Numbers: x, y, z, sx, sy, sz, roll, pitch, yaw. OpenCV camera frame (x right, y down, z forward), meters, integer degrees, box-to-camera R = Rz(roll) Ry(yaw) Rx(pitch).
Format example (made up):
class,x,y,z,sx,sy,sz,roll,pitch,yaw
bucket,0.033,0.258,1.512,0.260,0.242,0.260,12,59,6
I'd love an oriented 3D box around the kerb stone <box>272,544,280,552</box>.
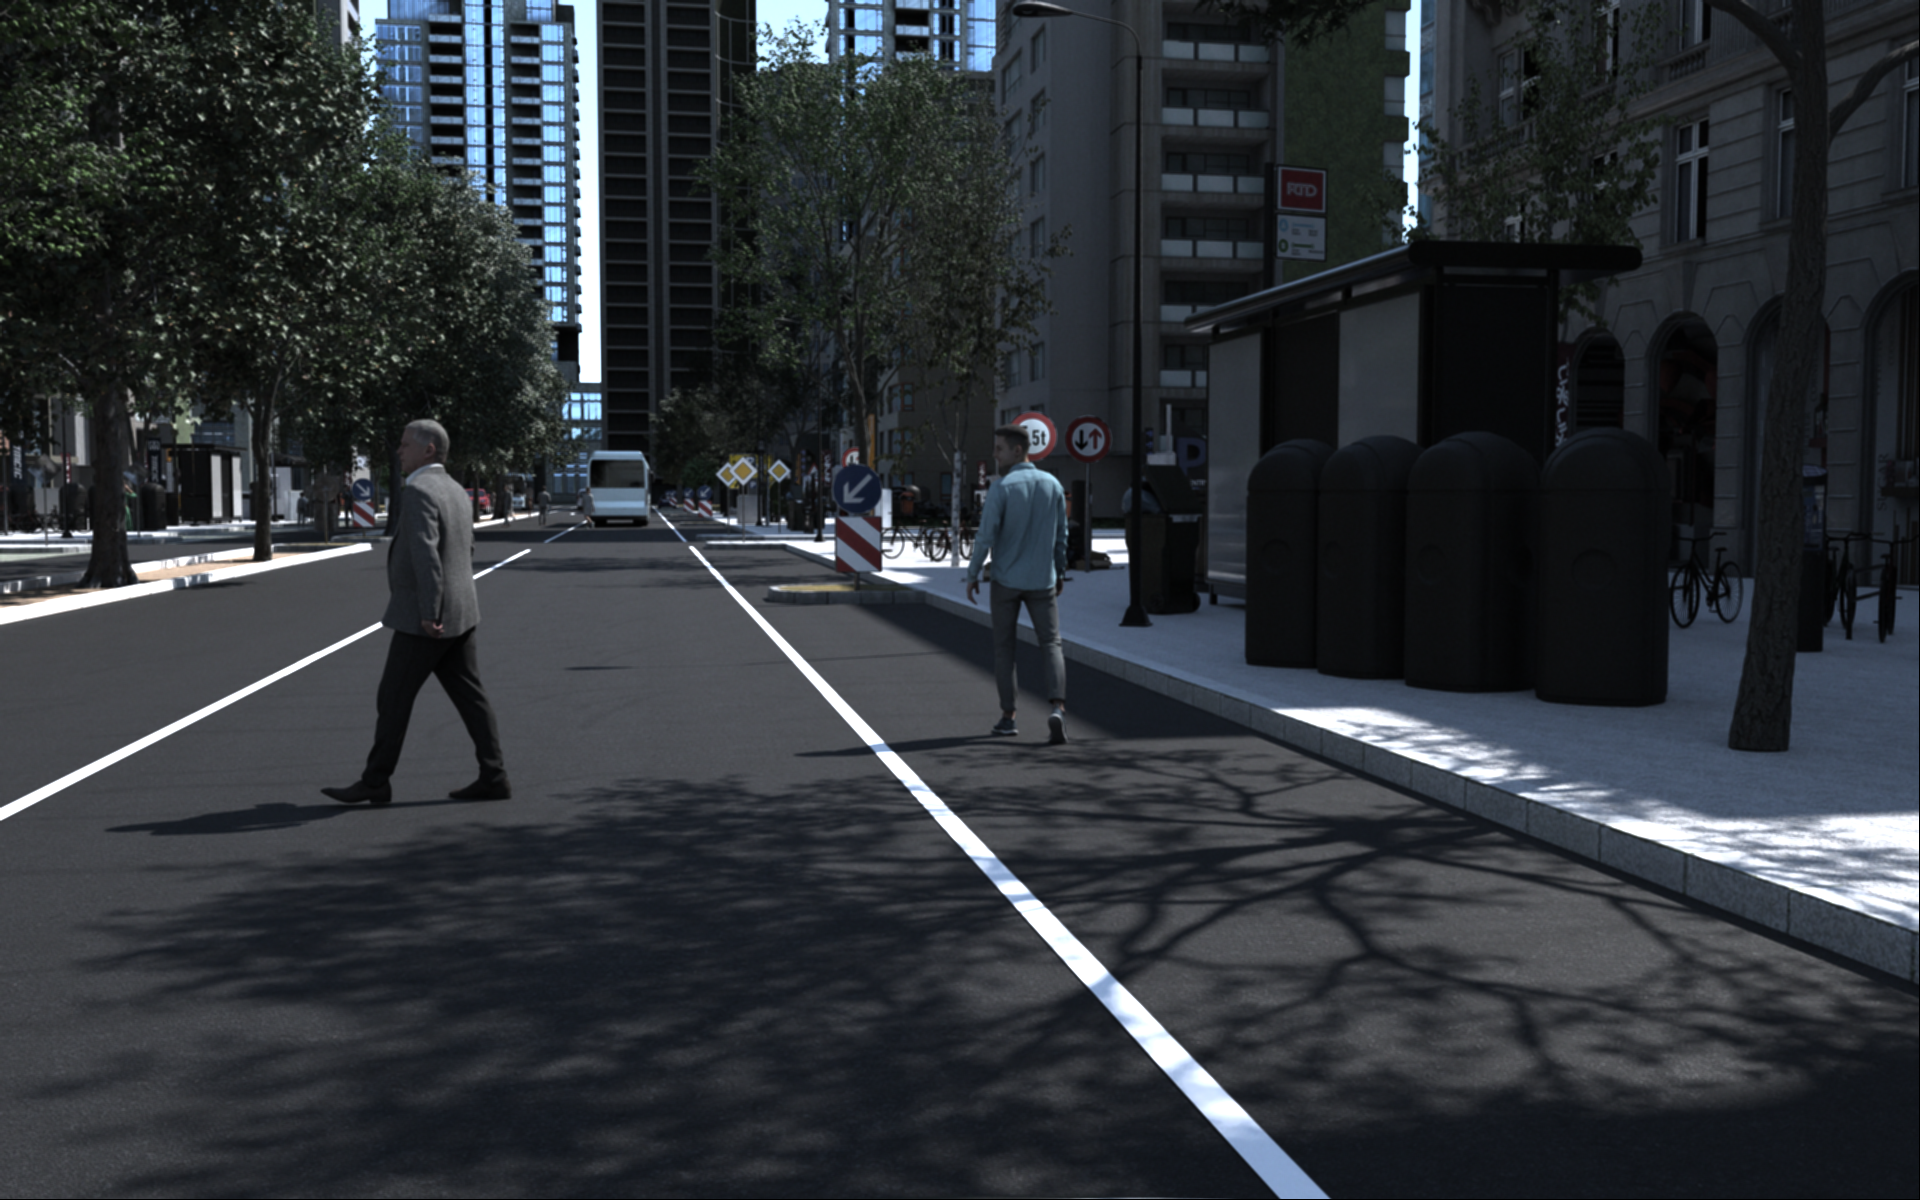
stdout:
class,x,y,z,sx,sy,sz,roll,pitch,yaw
kerb stone,-17.299,-1.332,43.975,0.120,0.150,1.000,-1,4,-10

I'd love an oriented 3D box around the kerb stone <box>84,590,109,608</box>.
class,x,y,z,sx,sy,sz,roll,pitch,yaw
kerb stone,-11.158,0.002,22.200,0.120,0.150,1.000,-1,4,-10

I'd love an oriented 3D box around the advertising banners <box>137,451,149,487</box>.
class,x,y,z,sx,sy,sz,roll,pitch,yaw
advertising banners,-34.217,-4.570,70.900,2.074,3.025,0.090,-1,4,-18

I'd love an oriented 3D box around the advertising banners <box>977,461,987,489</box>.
class,x,y,z,sx,sy,sz,roll,pitch,yaw
advertising banners,1.901,-5.788,90.819,2.074,3.025,0.090,0,4,-1

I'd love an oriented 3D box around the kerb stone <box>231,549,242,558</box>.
class,x,y,z,sx,sy,sz,roll,pitch,yaw
kerb stone,-16.375,-1.023,38.921,0.120,0.150,1.000,-1,4,-10

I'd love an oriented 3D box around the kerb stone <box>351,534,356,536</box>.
class,x,y,z,sx,sy,sz,roll,pitch,yaw
kerb stone,-19.261,-1.974,54.605,0.120,0.150,1.000,-1,4,-10

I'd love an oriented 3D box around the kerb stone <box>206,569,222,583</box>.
class,x,y,z,sx,sy,sz,roll,pitch,yaw
kerb stone,-12.273,-0.371,28.255,0.120,0.150,1.000,-1,4,-10

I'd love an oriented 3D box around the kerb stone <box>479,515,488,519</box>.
class,x,y,z,sx,sy,sz,roll,pitch,yaw
kerb stone,-27.797,-4.815,100.978,0.120,0.150,1.000,-1,4,-10

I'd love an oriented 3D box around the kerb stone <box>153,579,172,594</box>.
class,x,y,z,sx,sy,sz,roll,pitch,yaw
kerb stone,-11.710,-0.181,25.233,0.120,0.150,1.000,-1,4,-10

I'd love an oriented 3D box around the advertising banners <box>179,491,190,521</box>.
class,x,y,z,sx,sy,sz,roll,pitch,yaw
advertising banners,-35.972,-5.257,82.136,2.074,3.025,0.090,-1,4,-17

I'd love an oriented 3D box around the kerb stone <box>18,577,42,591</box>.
class,x,y,z,sx,sy,sz,roll,pitch,yaw
kerb stone,-13.961,-0.221,25.812,0.120,0.150,1.000,-1,4,-10

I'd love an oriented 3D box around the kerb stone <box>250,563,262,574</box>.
class,x,y,z,sx,sy,sz,roll,pitch,yaw
kerb stone,-12.831,-0.555,31.290,0.120,0.150,1.000,-1,4,-10

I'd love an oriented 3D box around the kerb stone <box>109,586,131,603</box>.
class,x,y,z,sx,sy,sz,roll,pitch,yaw
kerb stone,-11.348,-0.059,23.209,0.120,0.150,1.000,-1,4,-10

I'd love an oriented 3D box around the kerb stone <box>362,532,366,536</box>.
class,x,y,z,sx,sy,sz,roll,pitch,yaw
kerb stone,-19.637,-2.105,56.620,0.120,0.150,1.000,-1,4,-10

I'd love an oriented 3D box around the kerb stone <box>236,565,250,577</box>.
class,x,y,z,sx,sy,sz,roll,pitch,yaw
kerb stone,-12.645,-0.495,30.285,0.120,0.150,1.000,-1,4,-10

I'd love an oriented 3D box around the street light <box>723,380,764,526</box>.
class,x,y,z,sx,sy,sz,roll,pitch,yaw
street light,-8.601,-5.920,69.335,1.470,5.913,1.316,-1,4,-10

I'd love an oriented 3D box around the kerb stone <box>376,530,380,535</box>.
class,x,y,z,sx,sy,sz,roll,pitch,yaw
kerb stone,-20.192,-2.290,59.645,0.120,0.150,1.000,-1,4,-10

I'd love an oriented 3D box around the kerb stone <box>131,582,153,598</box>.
class,x,y,z,sx,sy,sz,roll,pitch,yaw
kerb stone,-11.533,-0.124,24.225,0.120,0.150,1.000,-1,4,-10

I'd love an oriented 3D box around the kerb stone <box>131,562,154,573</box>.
class,x,y,z,sx,sy,sz,roll,pitch,yaw
kerb stone,-15.073,-0.586,31.846,0.120,0.150,1.000,-1,4,-10

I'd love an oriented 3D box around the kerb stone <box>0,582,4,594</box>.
class,x,y,z,sx,sy,sz,roll,pitch,yaw
kerb stone,-13.775,-0.157,24.807,0.120,0.150,1.000,-1,4,-10

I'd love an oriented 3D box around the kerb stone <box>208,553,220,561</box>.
class,x,y,z,sx,sy,sz,roll,pitch,yaw
kerb stone,-16.004,-0.899,36.894,0.120,0.150,1.000,-1,4,-10

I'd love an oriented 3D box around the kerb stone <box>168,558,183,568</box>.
class,x,y,z,sx,sy,sz,roll,pitch,yaw
kerb stone,-15.437,-0.714,33.867,0.120,0.150,1.000,-1,4,-10

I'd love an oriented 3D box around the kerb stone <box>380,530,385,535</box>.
class,x,y,z,sx,sy,sz,roll,pitch,yaw
kerb stone,-20.370,-2.351,60.658,0.120,0.150,1.000,-1,4,-10

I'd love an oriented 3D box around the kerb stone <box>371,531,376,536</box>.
class,x,y,z,sx,sy,sz,roll,pitch,yaw
kerb stone,-20.006,-2.229,58.639,0.120,0.150,1.000,-1,4,-10

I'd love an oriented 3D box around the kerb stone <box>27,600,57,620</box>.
class,x,y,z,sx,sy,sz,roll,pitch,yaw
kerb stone,-10.787,0.134,20.191,0.120,0.150,1.000,-1,4,-10

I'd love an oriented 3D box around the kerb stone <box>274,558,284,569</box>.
class,x,y,z,sx,sy,sz,roll,pitch,yaw
kerb stone,-13.209,-0.678,33.308,0.120,0.150,1.000,-1,4,-10

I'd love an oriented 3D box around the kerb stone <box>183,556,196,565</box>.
class,x,y,z,sx,sy,sz,roll,pitch,yaw
kerb stone,-15.629,-0.776,34.878,0.120,0.150,1.000,-1,4,-10

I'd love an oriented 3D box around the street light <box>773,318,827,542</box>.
class,x,y,z,sx,sy,sz,roll,pitch,yaw
street light,-4.275,-4.491,45.969,1.470,5.913,1.316,-1,4,-10

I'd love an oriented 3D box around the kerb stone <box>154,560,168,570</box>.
class,x,y,z,sx,sy,sz,roll,pitch,yaw
kerb stone,-15.266,-0.648,32.859,0.120,0.150,1.000,-1,4,-10

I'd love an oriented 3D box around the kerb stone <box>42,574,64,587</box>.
class,x,y,z,sx,sy,sz,roll,pitch,yaw
kerb stone,-14.146,-0.283,26.819,0.120,0.150,1.000,-1,4,-10

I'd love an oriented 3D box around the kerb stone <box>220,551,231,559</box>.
class,x,y,z,sx,sy,sz,roll,pitch,yaw
kerb stone,-16.188,-0.956,37.903,0.120,0.150,1.000,-1,4,-10

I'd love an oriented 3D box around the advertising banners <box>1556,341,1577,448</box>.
class,x,y,z,sx,sy,sz,roll,pitch,yaw
advertising banners,6.350,-1.425,19.480,2.074,3.025,0.090,-3,5,-40

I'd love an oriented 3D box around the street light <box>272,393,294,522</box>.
class,x,y,z,sx,sy,sz,roll,pitch,yaw
street light,-30.606,-6.494,78.711,1.470,5.913,1.316,-1,4,-10

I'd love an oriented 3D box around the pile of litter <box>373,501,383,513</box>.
class,x,y,z,sx,sy,sz,roll,pitch,yaw
pile of litter,-39.934,-6.325,117.371,1.719,0.858,1.176,-2,4,-33

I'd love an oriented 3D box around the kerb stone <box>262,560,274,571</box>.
class,x,y,z,sx,sy,sz,roll,pitch,yaw
kerb stone,-13.019,-0.607,32.304,0.120,0.150,1.000,-1,4,-10

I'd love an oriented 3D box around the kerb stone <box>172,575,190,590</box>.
class,x,y,z,sx,sy,sz,roll,pitch,yaw
kerb stone,-11.902,-0.248,26.243,0.120,0.150,1.000,-1,4,-10

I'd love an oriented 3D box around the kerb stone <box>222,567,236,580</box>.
class,x,y,z,sx,sy,sz,roll,pitch,yaw
kerb stone,-12.464,-0.433,29.279,0.120,0.150,1.000,-1,4,-10

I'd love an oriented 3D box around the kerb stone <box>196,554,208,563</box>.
class,x,y,z,sx,sy,sz,roll,pitch,yaw
kerb stone,-15.816,-0.837,35.889,0.120,0.150,1.000,-1,4,-10

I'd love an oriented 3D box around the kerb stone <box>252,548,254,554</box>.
class,x,y,z,sx,sy,sz,roll,pitch,yaw
kerb stone,-16.752,-1.142,40.940,0.120,0.150,1.000,-1,4,-10

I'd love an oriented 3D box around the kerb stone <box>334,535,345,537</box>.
class,x,y,z,sx,sy,sz,roll,pitch,yaw
kerb stone,-18.891,-1.859,52.593,0.120,0.150,1.000,-1,4,-10

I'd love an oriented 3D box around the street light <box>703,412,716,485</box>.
class,x,y,z,sx,sy,sz,roll,pitch,yaw
street light,-13.812,-7.670,97.947,1.470,5.913,1.316,-1,4,-10

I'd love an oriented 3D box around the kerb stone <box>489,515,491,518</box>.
class,x,y,z,sx,sy,sz,roll,pitch,yaw
kerb stone,-28.169,-4.940,102.988,0.120,0.150,1.000,-1,4,-10

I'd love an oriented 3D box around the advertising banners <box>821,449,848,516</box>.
class,x,y,z,sx,sy,sz,roll,pitch,yaw
advertising banners,-4.574,-4.397,68.074,2.074,3.025,0.090,-3,4,-36

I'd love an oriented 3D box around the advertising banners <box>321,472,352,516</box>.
class,x,y,z,sx,sy,sz,roll,pitch,yaw
advertising banners,-36.559,-6.429,101.297,2.074,3.025,0.090,-1,4,-9

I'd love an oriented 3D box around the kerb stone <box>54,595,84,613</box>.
class,x,y,z,sx,sy,sz,roll,pitch,yaw
kerb stone,-10.978,0.061,21.194,0.120,0.150,1.000,-1,4,-10

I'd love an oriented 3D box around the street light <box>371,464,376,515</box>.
class,x,y,z,sx,sy,sz,roll,pitch,yaw
street light,-35.895,-8.243,107.309,1.470,5.913,1.316,-1,4,-10

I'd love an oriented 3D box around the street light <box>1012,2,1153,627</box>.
class,x,y,z,sx,sy,sz,roll,pitch,yaw
street light,1.181,-2.696,16.620,1.470,5.913,1.316,-1,4,-10

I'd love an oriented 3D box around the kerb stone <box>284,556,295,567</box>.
class,x,y,z,sx,sy,sz,roll,pitch,yaw
kerb stone,-13.396,-0.741,34.312,0.120,0.150,1.000,-1,4,-10

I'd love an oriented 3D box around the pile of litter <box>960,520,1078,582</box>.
class,x,y,z,sx,sy,sz,roll,pitch,yaw
pile of litter,0.820,-0.707,25.525,1.719,0.858,1.176,0,4,2

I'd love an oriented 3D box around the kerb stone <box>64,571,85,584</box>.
class,x,y,z,sx,sy,sz,roll,pitch,yaw
kerb stone,-14.330,-0.340,27.824,0.120,0.150,1.000,-1,4,-10

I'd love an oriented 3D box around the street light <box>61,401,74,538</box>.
class,x,y,z,sx,sy,sz,roll,pitch,yaw
street light,-25.344,-4.744,50.108,1.470,5.913,1.316,-1,4,-10

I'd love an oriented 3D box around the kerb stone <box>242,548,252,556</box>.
class,x,y,z,sx,sy,sz,roll,pitch,yaw
kerb stone,-16.559,-1.085,39.928,0.120,0.150,1.000,-1,4,-10

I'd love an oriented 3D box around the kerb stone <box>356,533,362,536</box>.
class,x,y,z,sx,sy,sz,roll,pitch,yaw
kerb stone,-19.442,-2.044,55.616,0.120,0.150,1.000,-1,4,-10

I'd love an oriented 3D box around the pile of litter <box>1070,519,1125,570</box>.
class,x,y,z,sx,sy,sz,roll,pitch,yaw
pile of litter,2.057,-0.948,29.464,1.719,0.858,1.176,-1,4,-18

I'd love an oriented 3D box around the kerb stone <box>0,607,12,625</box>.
class,x,y,z,sx,sy,sz,roll,pitch,yaw
kerb stone,-10.602,0.184,19.185,0.120,0.150,1.000,-1,4,-10

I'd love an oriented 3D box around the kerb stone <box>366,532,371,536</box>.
class,x,y,z,sx,sy,sz,roll,pitch,yaw
kerb stone,-19.823,-2.164,57.634,0.120,0.150,1.000,-1,4,-10

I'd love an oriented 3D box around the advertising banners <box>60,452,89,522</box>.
class,x,y,z,sx,sy,sz,roll,pitch,yaw
advertising banners,-37.361,-4.736,73.622,0.090,3.025,2.074,1,4,19

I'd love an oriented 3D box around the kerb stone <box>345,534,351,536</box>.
class,x,y,z,sx,sy,sz,roll,pitch,yaw
kerb stone,-19.074,-1.921,53.599,0.120,0.150,1.000,-1,4,-10

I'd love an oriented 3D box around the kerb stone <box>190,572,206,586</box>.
class,x,y,z,sx,sy,sz,roll,pitch,yaw
kerb stone,-12.093,-0.305,27.247,0.120,0.150,1.000,-1,4,-10
